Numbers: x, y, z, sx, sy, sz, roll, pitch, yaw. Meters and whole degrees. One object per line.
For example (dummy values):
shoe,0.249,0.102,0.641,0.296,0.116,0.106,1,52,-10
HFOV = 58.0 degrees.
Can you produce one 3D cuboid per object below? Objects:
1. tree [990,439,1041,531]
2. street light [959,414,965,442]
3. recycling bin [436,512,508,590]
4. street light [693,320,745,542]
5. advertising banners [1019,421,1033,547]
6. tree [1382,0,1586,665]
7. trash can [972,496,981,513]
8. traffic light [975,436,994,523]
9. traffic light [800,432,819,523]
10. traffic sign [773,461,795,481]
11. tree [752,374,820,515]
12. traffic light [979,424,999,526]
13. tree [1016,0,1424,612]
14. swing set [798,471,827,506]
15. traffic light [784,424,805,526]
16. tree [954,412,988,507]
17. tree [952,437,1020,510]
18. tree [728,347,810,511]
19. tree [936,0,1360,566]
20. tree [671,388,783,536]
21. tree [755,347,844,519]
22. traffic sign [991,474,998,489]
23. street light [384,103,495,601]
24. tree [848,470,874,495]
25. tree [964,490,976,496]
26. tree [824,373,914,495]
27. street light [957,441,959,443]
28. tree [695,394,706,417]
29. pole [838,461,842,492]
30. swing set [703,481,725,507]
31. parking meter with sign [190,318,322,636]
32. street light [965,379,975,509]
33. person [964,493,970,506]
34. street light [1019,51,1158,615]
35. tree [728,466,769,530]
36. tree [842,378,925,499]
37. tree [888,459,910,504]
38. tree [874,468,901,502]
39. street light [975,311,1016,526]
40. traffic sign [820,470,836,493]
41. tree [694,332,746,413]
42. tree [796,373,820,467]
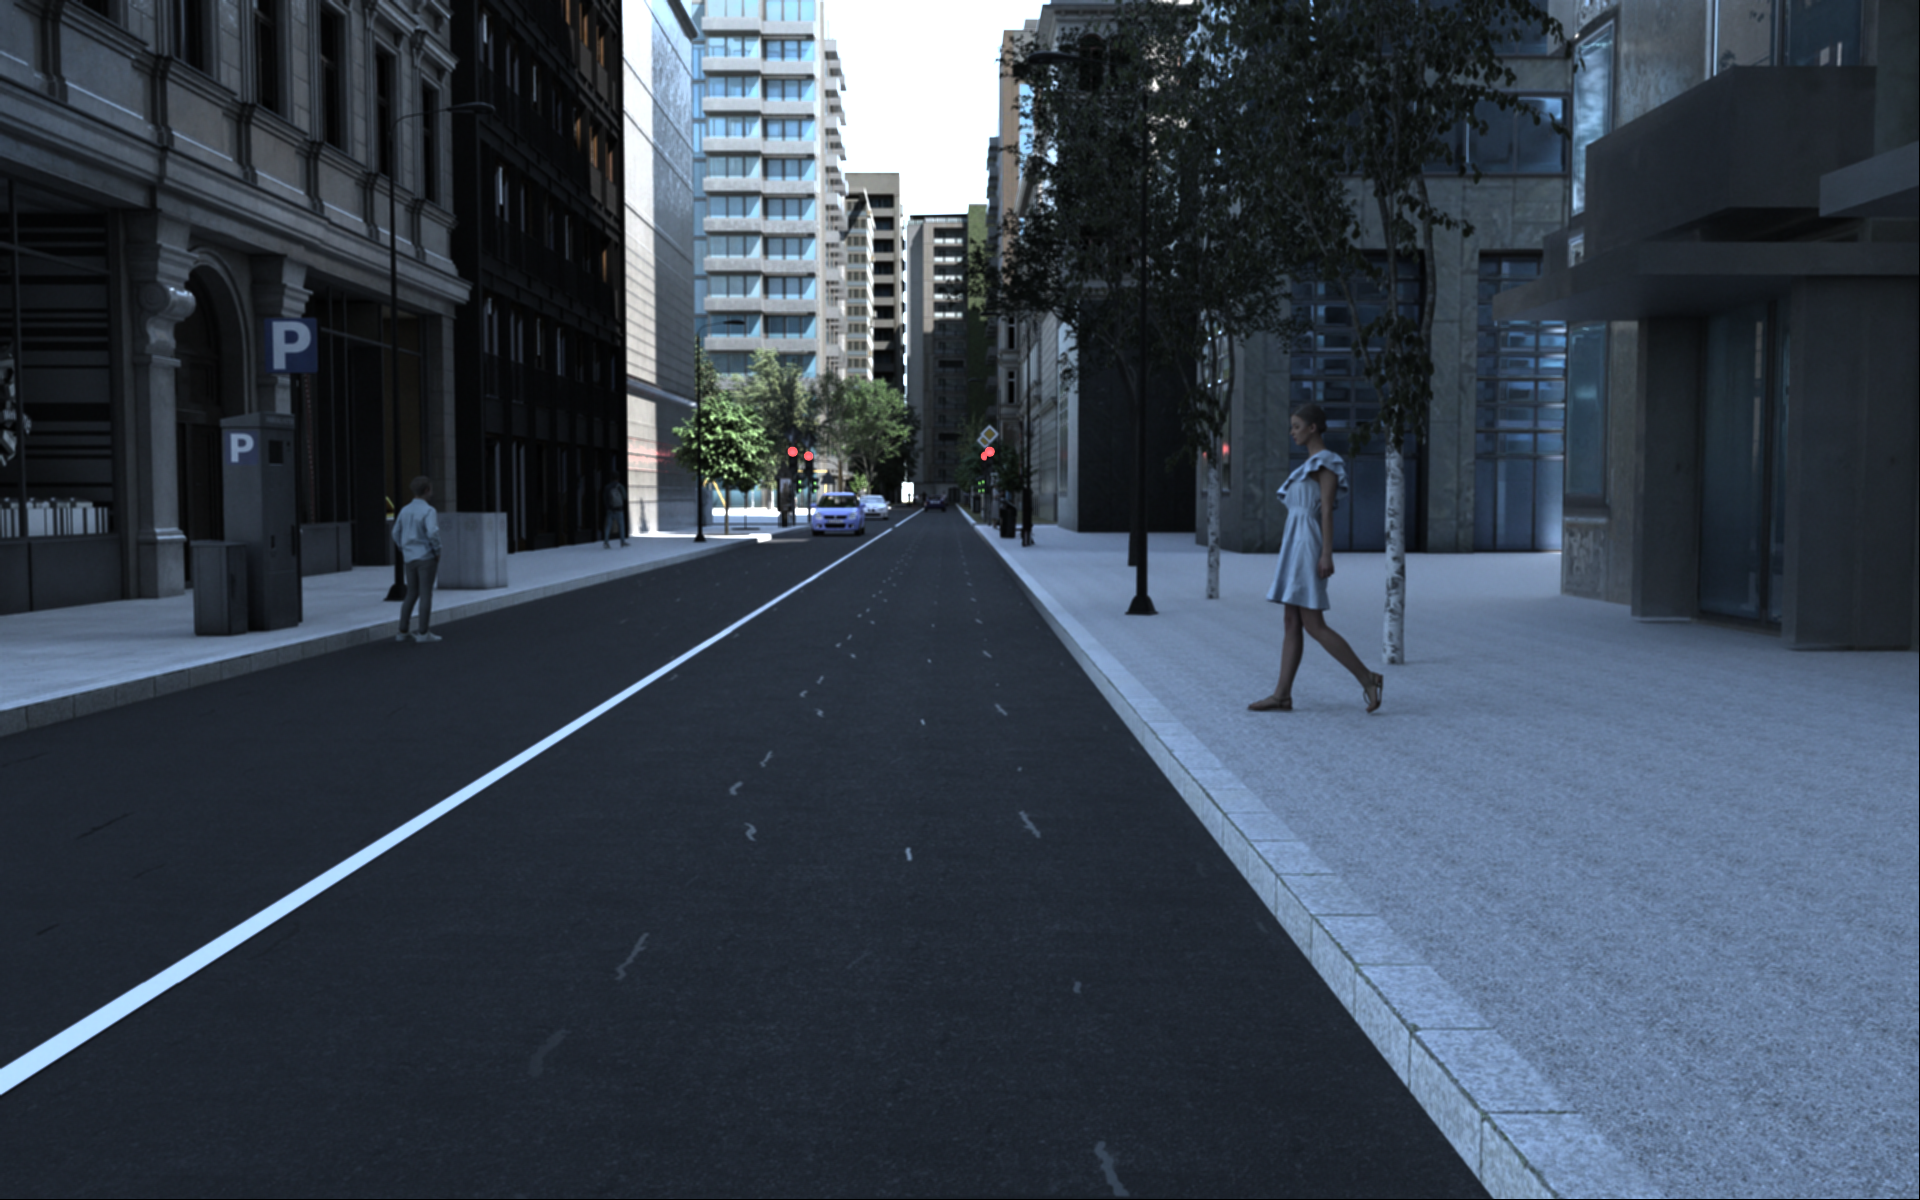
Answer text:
tree,1.819,-4.072,61.172,1.663,3.219,1.824,0,3,0
street light,0.815,-7.817,100.356,1.470,5.913,1.316,0,4,0
recycling bin,-6.644,-0.675,23.586,0.722,1.027,0.722,1,4,12
street light,-6.434,-4.511,46.300,1.470,5.913,1.316,0,4,0
advertising banners,1.600,-2.823,42.342,0.090,3.025,2.074,1,4,11
tree,3.042,-3.819,12.809,4.360,8.622,3.978,0,3,0
trash can,1.137,-6.416,116.550,0.748,1.137,0.748,0,3,0
traffic light,1.114,-5.435,77.785,0.839,4.253,0.868,0,4,0
traffic light,-6.747,-5.431,77.711,0.839,4.253,0.868,0,4,0
traffic sign,-6.934,-4.176,68.289,0.884,2.594,0.081,0,4,7
tree,-10.527,-9.500,105.680,4.737,8.622,4.395,0,3,0
traffic light,1.173,-4.947,69.800,0.839,4.253,0.868,0,4,0
tree,2.869,-4.321,21.010,4.360,8.622,3.978,0,3,0
swing set,-10.255,-7.293,116.855,3.119,2.851,2.862,0,4,4
traffic light,-6.688,-4.942,69.726,0.839,4.253,0.868,0,4,0
tree,1.265,-12.589,156.186,4.737,8.622,4.395,0,3,0
tree,1.660,-6.593,91.508,4.285,4.588,4.351,0,3,0
tree,-14.769,-13.222,134.313,7.486,12.596,7.792,0,3,0
tree,3.360,-5.901,30.892,8.767,10.594,7.601,2,4,35
tree,-7.157,-4.259,53.351,4.285,4.588,4.351,0,3,0
tree,-8.239,-8.366,87.143,4.360,8.622,3.978,0,3,0
traffic sign,1.662,-5.042,84.571,0.606,2.300,0.079,0,4,6
street light,-6.219,-2.947,20.721,1.470,5.913,1.316,0,4,0
tree,-8.390,-8.914,140.343,1.663,3.219,1.824,0,3,0
tree,0.921,-11.676,185.505,1.663,3.219,1.824,0,3,0
tree,-7.742,-13.568,147.598,9.928,11.665,9.643,0,3,0
street light,0.669,-9.382,125.936,1.470,5.913,1.316,0,4,0
tree,-17.859,-9.802,110.618,4.360,8.622,3.978,0,3,0
pole,-7.405,-6.919,106.969,0.158,3.312,0.155,0,3,0
swing set,-20.853,-8.988,144.575,2.862,2.851,3.119,0,4,-5
parking meter with sign,-6.668,-1.232,16.406,0.543,3.016,1.738,0,4,4
street light,1.046,-5.948,69.786,1.470,5.913,1.316,0,4,0
person,0.749,-11.389,192.128,0.709,1.838,0.599,-1,4,-14
street light,1.402,-2.801,18.341,1.470,5.913,1.316,0,4,0
tree,-7.889,-4.155,62.534,1.663,3.219,1.824,0,3,0
tree,-8.575,-17.247,188.647,9.857,13.997,8.962,0,3,0
tree,-8.407,-16.954,227.556,4.737,8.622,4.395,0,3,0
tree,-8.352,-12.981,195.960,4.285,4.588,4.351,0,3,0
street light,1.206,-4.379,44.143,1.470,5.913,1.316,0,4,0
traffic sign,-7.149,-5.741,93.874,0.884,2.594,0.081,0,4,3
tree,-19.321,-12.370,119.257,9.611,12.733,9.660,0,3,0
tree,-8.698,-11.644,124.784,7.601,10.594,8.767,1,4,15
